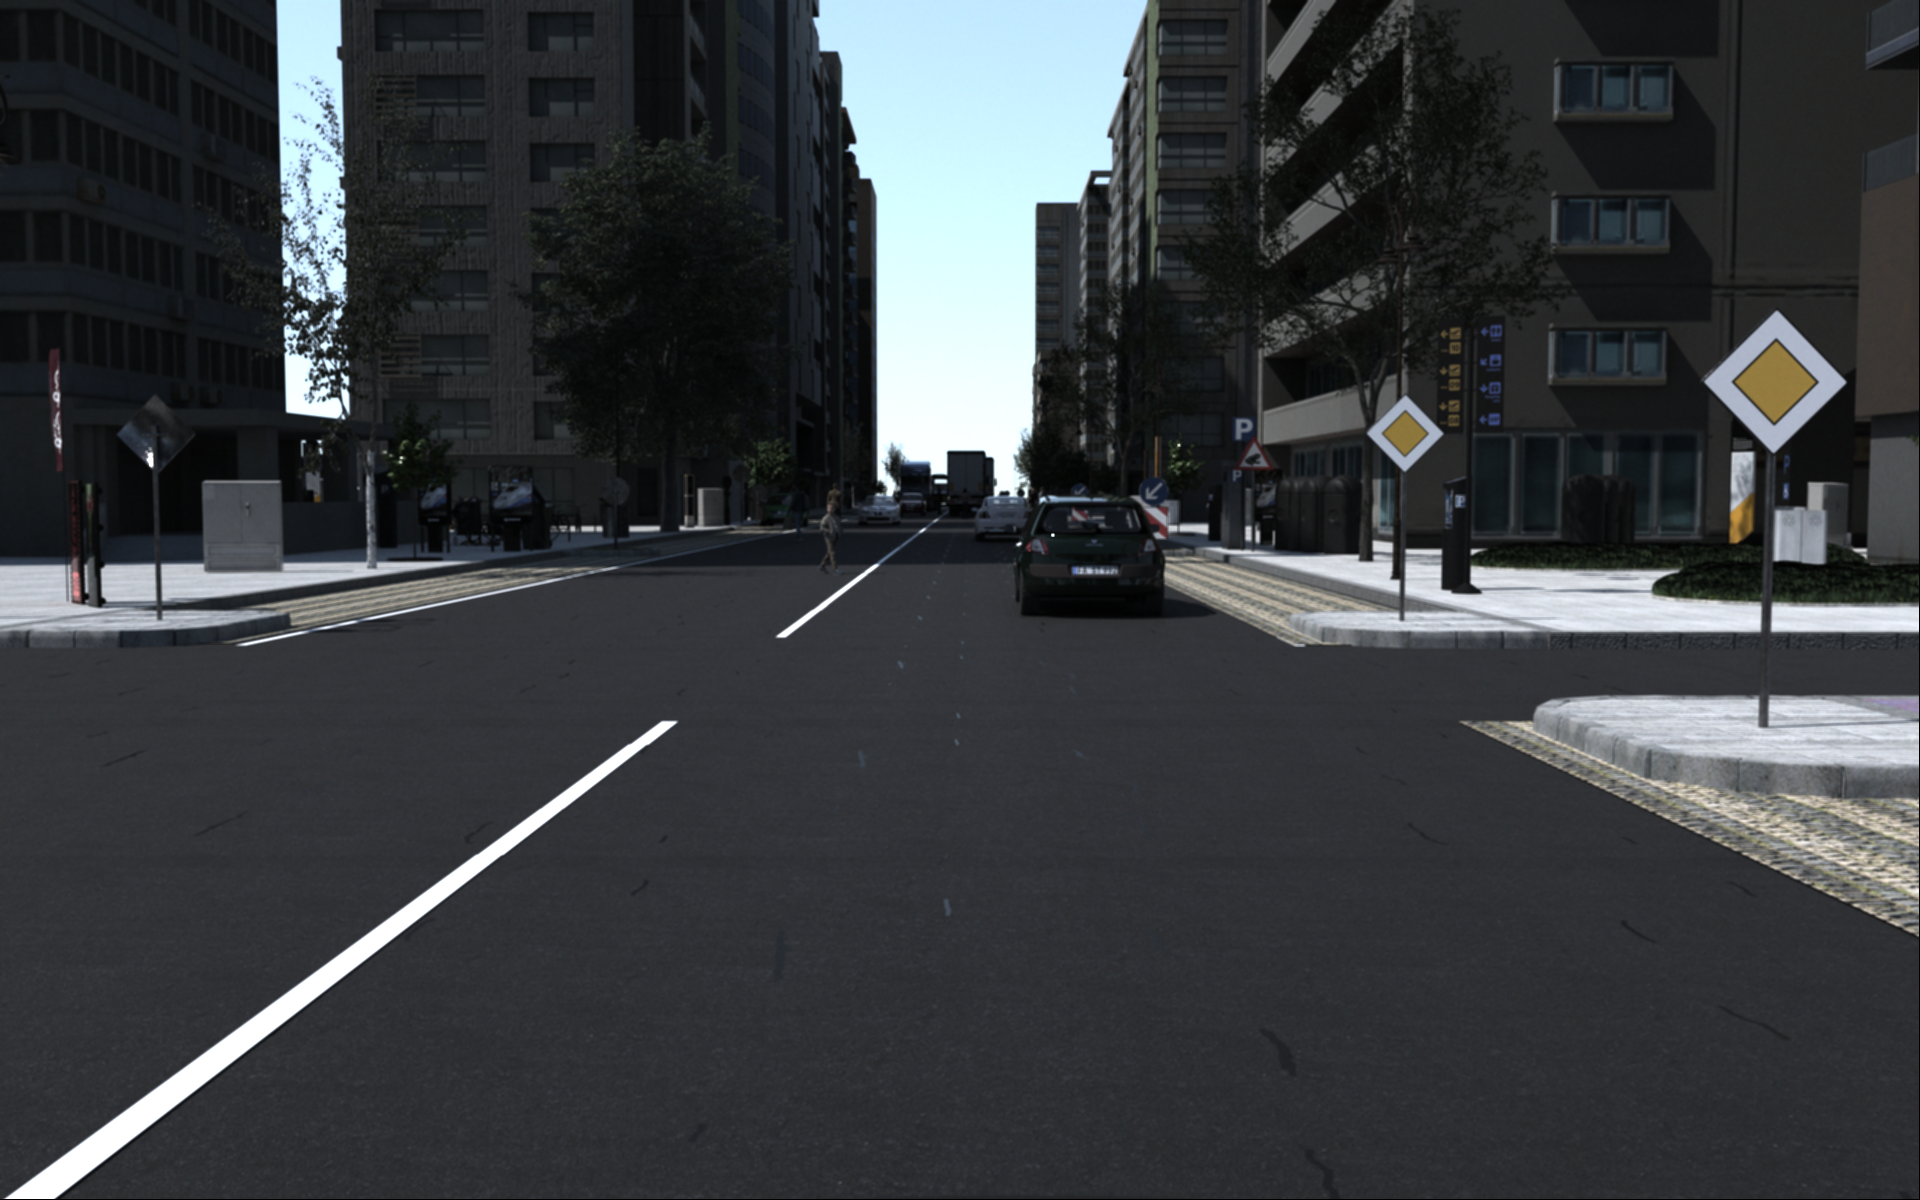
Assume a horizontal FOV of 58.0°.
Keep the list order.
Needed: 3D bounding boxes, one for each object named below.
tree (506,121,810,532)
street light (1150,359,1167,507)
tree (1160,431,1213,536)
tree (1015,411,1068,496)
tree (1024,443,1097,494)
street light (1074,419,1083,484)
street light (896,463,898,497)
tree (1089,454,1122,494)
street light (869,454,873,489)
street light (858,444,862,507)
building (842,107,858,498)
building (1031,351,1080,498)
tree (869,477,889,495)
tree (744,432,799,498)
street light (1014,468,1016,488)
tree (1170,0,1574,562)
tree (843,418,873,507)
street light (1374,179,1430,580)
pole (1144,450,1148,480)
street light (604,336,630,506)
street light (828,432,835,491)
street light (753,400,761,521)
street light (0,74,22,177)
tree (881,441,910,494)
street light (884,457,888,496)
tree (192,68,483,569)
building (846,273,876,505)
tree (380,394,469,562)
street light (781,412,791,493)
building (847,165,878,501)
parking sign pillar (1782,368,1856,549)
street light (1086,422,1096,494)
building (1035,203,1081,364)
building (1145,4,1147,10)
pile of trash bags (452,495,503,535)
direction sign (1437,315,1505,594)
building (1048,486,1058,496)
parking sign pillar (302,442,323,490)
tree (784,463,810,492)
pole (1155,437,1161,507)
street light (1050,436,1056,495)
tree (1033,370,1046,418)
[{"bbox_3d":[-9.990,-9.289,58.525,9.857,13.997,8.962,0,3,0],"label":"tree"},{"bbox_3d":[6.776,-5.286,59.215,0.468,5.910,1.993,0,4,0],"label":"street light"},{"bbox_3d":[6.715,-3.596,53.399,1.663,3.219,1.824,0,3,0],"label":"tree"},{"bbox_3d":[7.153,-12.128,148.647,4.360,8.622,3.978,0,3,0],"label":"tree"},{"bbox_3d":[7.150,-7.813,111.456,4.285,4.588,4.351,0,3,0],"label":"tree"},{"bbox_3d":[6.998,-7.913,102.160,0.468,5.910,1.993,0,4,0],"label":"street light"},{"bbox_3d":[-8.758,-16.493,242.454,0.468,5.910,1.993,0,4,0],"label":"street light"},{"bbox_3d":[7.026,-5.494,84.422,1.663,3.219,1.824,0,3,0],"label":"tree"},{"bbox_3d":[-9.140,-12.516,177.421,0.468,5.910,1.993,0,4,0],"label":"street light"},{"bbox_3d":[-9.227,-11.492,160.680,0.468,5.910,1.993,0,4,0],"label":"street light"},{"bbox_3d":[-22.904,-32.904,192.597,22.147,44.769,28.867,0,4,0],"label":"building"},{"bbox_3d":[23.572,-23.167,223.821,27.650,21.520,28.899,0,4,0],"label":"building"},{"bbox_3d":[-9.438,-12.154,193.317,1.663,3.219,1.824,0,3,0],"label":"tree"},{"bbox_3d":[-9.847,-6.471,89.513,4.285,4.588,4.351,0,3,0],"label":"tree"},{"bbox_3d":[7.985,-17.070,251.883,0.468,5.910,1.993,0,4,0],"label":"street light"},{"bbox_3d":[7.479,-5.994,32.416,8.767,10.594,7.601,3,5,42],"label":"tree"},{"bbox_3d":[-10.338,-13.286,167.593,4.360,8.622,3.978,0,3,0],"label":"tree"},{"bbox_3d":[6.557,-3.246,25.855,0.468,5.910,1.993,0,4,0],"label":"street light"},{"bbox_3d":[8.622,-5.293,80.380,0.158,3.312,0.155,0,3,0],"label":"pole"},{"bbox_3d":[-10.016,-4.765,50.700,0.468,5.910,1.993,0,4,0],"label":"street light"},{"bbox_3d":[-9.507,-9.503,128.164,0.468,5.910,1.993,0,4,0],"label":"street light"},{"bbox_3d":[-9.750,-6.754,83.215,0.468,5.910,1.993,0,4,0],"label":"street light"},{"bbox_3d":[-10.189,-2.748,17.723,0.468,5.910,1.993,0,4,0],"label":"street light"},{"bbox_3d":[-8.892,-18.321,249.905,4.737,8.622,4.395,0,3,0],"label":"tree"},{"bbox_3d":[-8.951,-14.505,209.938,0.468,5.910,1.993,0,4,0],"label":"street light"},{"bbox_3d":[-10.355,-4.842,29.536,4.360,8.622,3.978,0,3,0],"label":"tree"},{"bbox_3d":[-27.066,-32.294,219.890,32.217,40.220,23.993,0,4,0],"label":"building"},{"bbox_3d":[-10.522,-2.355,33.111,1.663,3.219,1.824,0,3,0],"label":"tree"},{"bbox_3d":[-9.636,-7.512,95.610,0.468,5.910,1.993,0,4,0],"label":"street light"},{"bbox_3d":[-18.734,-36.039,239.352,14.600,45.320,14.200,0,4,0],"label":"building"},{"bbox_3d":[18.434,-2.980,37.194,1.447,3.967,1.447,0,4,7],"label":"parking sign pillar"},{"bbox_3d":[6.954,-7.284,91.886,0.468,5.910,1.993,0,4,0],"label":"street light"},{"bbox_3d":[17.524,-34.319,244.710,14.154,41.232,14.086,0,4,0],"label":"building"},{"bbox_3d":[25.475,-26.773,129.617,32.217,40.220,23.993,0,4,0],"label":"building"},{"bbox_3d":[-15.678,-2.759,54.868,3.447,1.369,1.912,0,4,8],"label":"pile of trash bags"},{"bbox_3d":[6.550,-1.853,22.291,0.876,3.537,0.379,3,5,39],"label":"direction sign"},{"bbox_3d":[26.303,-30.863,196.485,32.217,40.220,23.993,0,4,0],"label":"building"},{"bbox_3d":[-33.211,-6.159,89.179,1.447,3.967,1.447,0,4,2],"label":"parking sign pillar"},{"bbox_3d":[-9.893,-6.786,105.550,1.663,3.219,1.824,0,3,0],"label":"tree"},{"bbox_3d":[7.030,-4.140,61.525,0.158,3.312,0.155,0,3,0],"label":"pole"},{"bbox_3d":[7.239,-9.915,134.895,0.468,5.910,1.993,0,4,0],"label":"street light"},{"bbox_3d":[6.689,-8.456,72.663,8.767,10.594,7.601,2,4,29],"label":"tree"}]
